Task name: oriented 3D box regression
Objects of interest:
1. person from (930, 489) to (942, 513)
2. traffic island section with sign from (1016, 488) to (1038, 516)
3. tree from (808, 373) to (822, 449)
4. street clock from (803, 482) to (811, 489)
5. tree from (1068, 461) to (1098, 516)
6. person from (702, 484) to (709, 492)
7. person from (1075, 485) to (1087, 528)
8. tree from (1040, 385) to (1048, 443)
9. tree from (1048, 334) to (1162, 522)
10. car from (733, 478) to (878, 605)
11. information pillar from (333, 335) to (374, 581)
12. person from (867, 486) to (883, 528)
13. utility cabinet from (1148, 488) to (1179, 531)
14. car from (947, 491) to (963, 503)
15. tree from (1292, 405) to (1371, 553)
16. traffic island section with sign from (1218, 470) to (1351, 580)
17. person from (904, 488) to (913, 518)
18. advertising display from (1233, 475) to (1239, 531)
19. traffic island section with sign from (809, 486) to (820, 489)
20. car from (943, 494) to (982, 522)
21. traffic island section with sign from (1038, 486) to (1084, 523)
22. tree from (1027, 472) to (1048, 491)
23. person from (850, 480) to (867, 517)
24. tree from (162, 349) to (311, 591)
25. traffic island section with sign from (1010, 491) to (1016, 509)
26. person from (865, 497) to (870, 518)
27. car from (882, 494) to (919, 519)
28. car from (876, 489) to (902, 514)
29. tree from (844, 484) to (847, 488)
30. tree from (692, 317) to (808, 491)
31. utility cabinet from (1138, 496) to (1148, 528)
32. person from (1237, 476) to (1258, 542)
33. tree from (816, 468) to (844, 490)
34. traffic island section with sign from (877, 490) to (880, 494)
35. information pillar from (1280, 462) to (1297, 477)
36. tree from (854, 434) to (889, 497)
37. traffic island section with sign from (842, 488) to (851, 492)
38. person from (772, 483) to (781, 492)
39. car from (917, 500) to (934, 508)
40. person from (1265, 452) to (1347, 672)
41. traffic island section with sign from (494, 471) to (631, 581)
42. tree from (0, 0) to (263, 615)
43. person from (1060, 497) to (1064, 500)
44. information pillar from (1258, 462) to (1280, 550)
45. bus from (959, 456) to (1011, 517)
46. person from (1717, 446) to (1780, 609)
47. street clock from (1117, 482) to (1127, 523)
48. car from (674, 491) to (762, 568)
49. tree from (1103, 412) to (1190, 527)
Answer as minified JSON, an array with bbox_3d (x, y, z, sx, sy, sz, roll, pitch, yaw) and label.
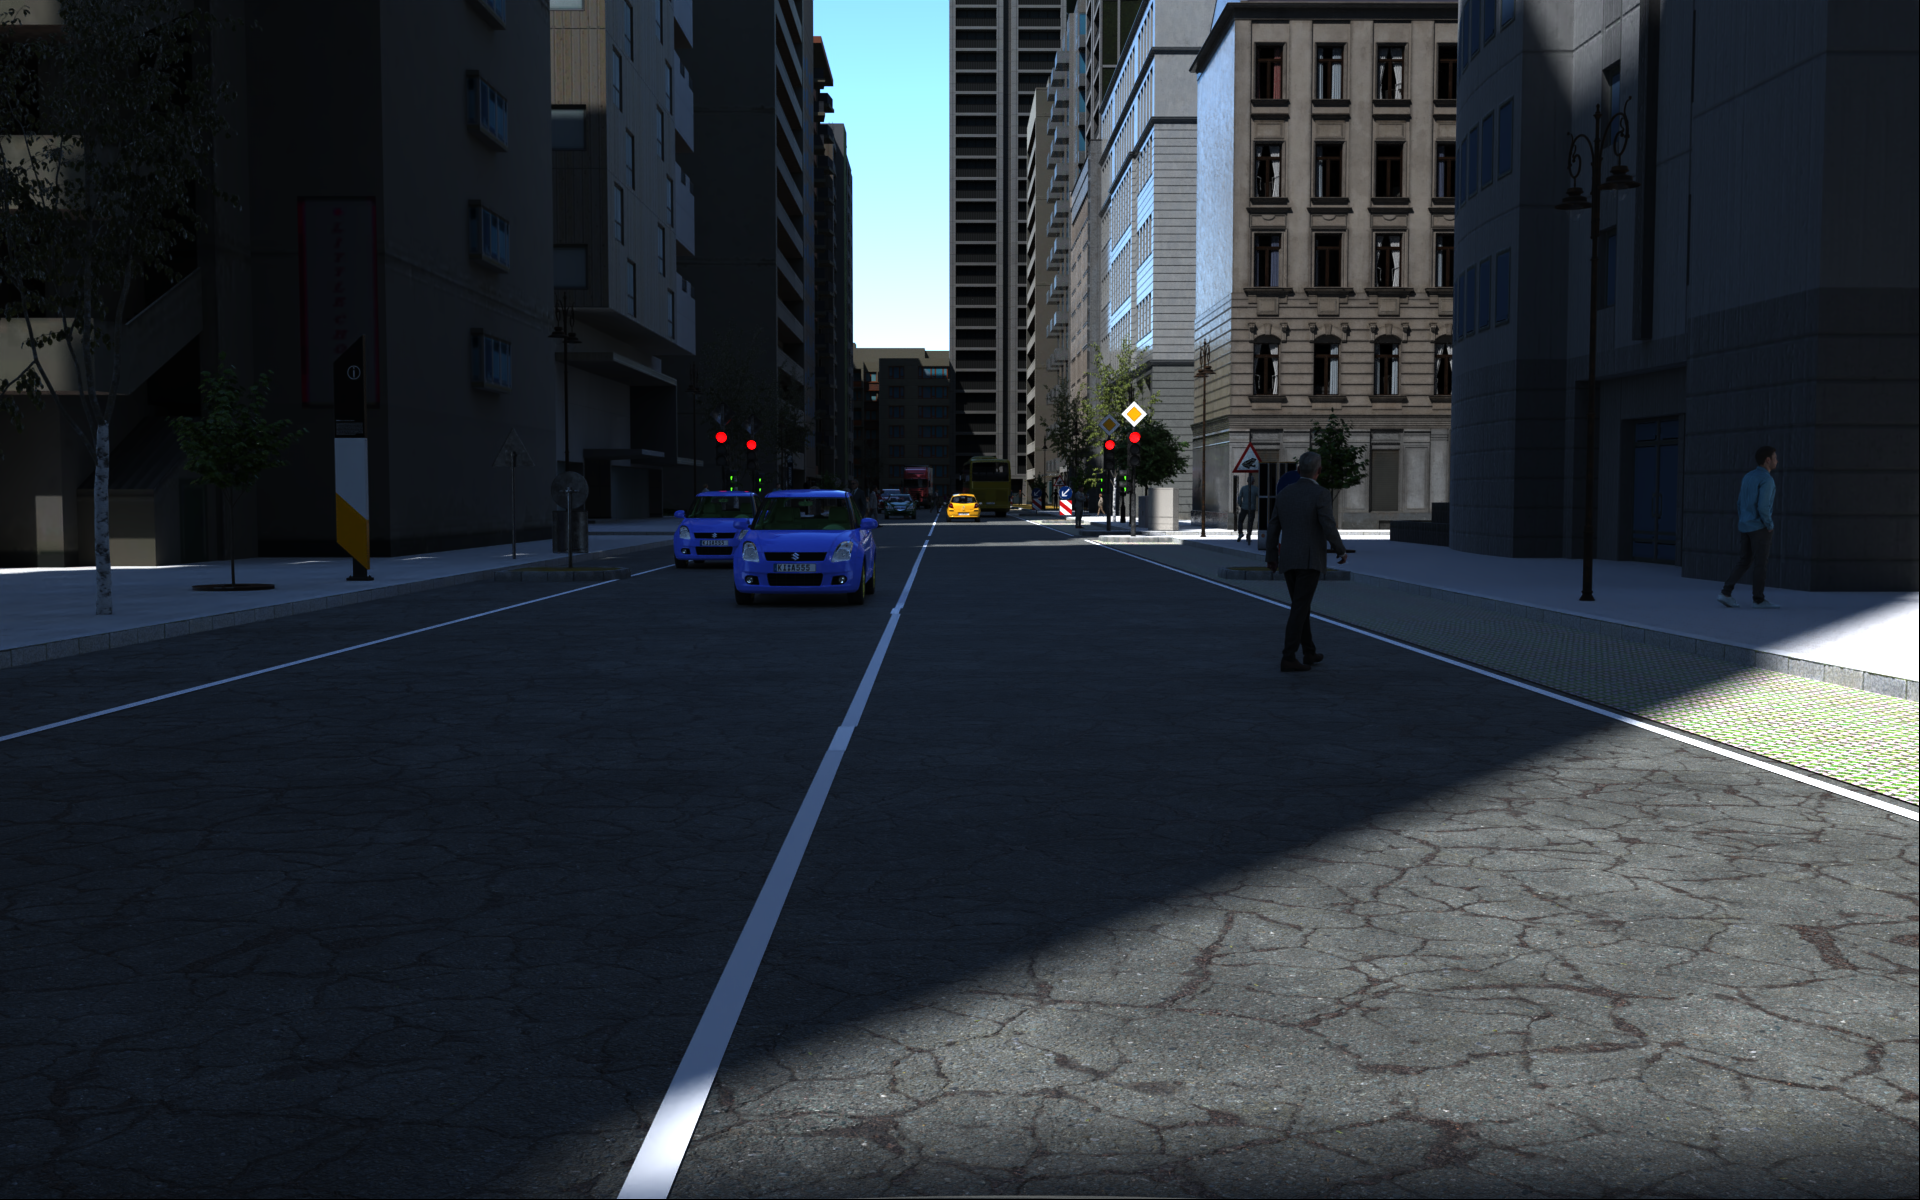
[{"bbox_3d":[-1.844,-7.559,132.057,0.822,1.834,0.622,2,4,35],"label":"person"},{"bbox_3d":[4.823,-6.323,112.002,1.989,1.847,2.006,0,4,0],"label":"traffic island section with sign"},{"bbox_3d":[-9.799,-8.976,97.112,4.360,8.622,3.978,0,3,0],"label":"tree"},{"bbox_3d":[-9.450,-6.264,106.983,0.471,2.002,0.358,3,5,44],"label":"street clock"},{"bbox_3d":[6.999,-6.480,100.550,1.663,3.219,1.824,0,3,0],"label":"tree"},{"bbox_3d":[-12.539,-4.832,85.273,0.478,1.798,0.641,3,5,39],"label":"person"},{"bbox_3d":[5.022,-3.862,71.819,0.466,1.800,0.511,2,4,23],"label":"person"},{"bbox_3d":[6.898,-9.590,107.167,4.737,8.622,4.395,0,3,0],"label":"tree"},{"bbox_3d":[7.231,-7.946,80.283,4.737,8.622,4.395,0,3,0],"label":"tree"},{"bbox_3d":[-2.063,-0.855,23.574,1.945,1.707,3.694,0,4,0],"label":"car"},{"bbox_3d":[-8.974,-2.093,25.577,0.504,3.616,0.183,0,4,7],"label":"information pillar"},{"bbox_3d":[-3.675,-3.939,73.180,0.850,1.792,0.678,-1,4,-8],"label":"person"},{"bbox_3d":[7.101,-3.164,60.414,0.318,1.500,1.173,-3,5,-41],"label":"utility cabinet"},{"bbox_3d":[-0.239,-11.071,189.679,2.281,1.827,5.304,0,4,-2],"label":"car"},{"bbox_3d":[8.049,-2.654,37.987,1.663,3.219,1.824,0,3,0],"label":"tree"},{"bbox_3d":[5.450,-1.274,29.458,1.989,1.847,2.006,0,4,0],"label":"traffic island section with sign"},{"bbox_3d":[-3.091,-5.818,103.794,0.590,1.801,0.661,-1,4,-14],"label":"person"},{"bbox_3d":[9.546,-3.346,59.919,0.123,1.923,0.974,1,4,13],"label":"advertising display"},{"bbox_3d":[-7.082,-4.669,84.967,1.989,1.847,2.006,0,4,0],"label":"traffic island section with sign"},{"bbox_3d":[0.156,-4.814,88.933,2.015,1.641,3.980,0,4,-1],"label":"car"},{"bbox_3d":[5.026,-4.674,85.047,1.989,1.847,2.006,0,4,0],"label":"traffic island section with sign"},{"bbox_3d":[6.822,-9.387,148.085,1.663,3.219,1.824,0,3,0],"label":"tree"},{"bbox_3d":[-2.711,-2.171,44.167,0.661,1.801,0.590,3,4,39],"label":"person"},{"bbox_3d":[-9.911,-1.757,23.322,1.663,3.219,1.824,0,3,0],"label":"tree"},{"bbox_3d":[4.453,-9.393,162.201,1.989,1.847,2.006,0,4,0],"label":"traffic island section with sign"},{"bbox_3d":[-4.412,-4.290,82.917,0.475,1.303,0.640,0,4,-4],"label":"person"},{"bbox_3d":[-3.465,-5.414,100.314,2.131,1.459,4.920,0,4,-2],"label":"car"},{"bbox_3d":[-5.147,-7.355,128.925,2.281,1.827,5.304,0,4,-2],"label":"car"},{"bbox_3d":[-9.974,-8.957,141.049,1.663,3.219,1.824,0,3,0],"label":"tree"},{"bbox_3d":[-9.255,-7.495,72.900,4.360,8.622,3.978,0,3,0],"label":"tree"},{"bbox_3d":[7.075,-3.366,66.202,0.306,1.237,1.020,-1,4,-9],"label":"utility cabinet"},{"bbox_3d":[7.839,-2.443,46.475,0.782,1.767,0.515,1,4,12],"label":"person"},{"bbox_3d":[-9.955,-8.169,128.162,1.663,3.219,1.824,0,3,0],"label":"tree"},{"bbox_3d":[-7.862,-11.037,189.075,1.989,1.847,2.006,0,4,0],"label":"traffic island section with sign"},{"bbox_3d":[7.487,-2.144,39.550,0.304,2.012,0.304,-1,4,-20],"label":"information pillar"},{"bbox_3d":[-10.949,-16.006,212.053,4.360,8.622,3.978,0,3,0],"label":"tree"},{"bbox_3d":[-7.289,-6.323,112.011,1.989,1.847,2.006,0,4,0],"label":"traffic island section with sign"},{"bbox_3d":[-9.165,-4.975,87.242,0.638,1.841,0.748,1,4,10],"label":"person"},{"bbox_3d":[-3.632,-10.481,183.168,2.131,1.459,4.920,0,3,0],"label":"car"},{"bbox_3d":[2.873,-0.326,14.233,0.661,1.777,0.834,3,5,42],"label":"person"},{"bbox_3d":[-6.671,-1.269,29.378,1.989,1.847,2.006,0,4,0],"label":"traffic island section with sign"},{"bbox_3d":[-9.325,-4.159,18.362,4.360,8.622,3.978,0,3,0],"label":"tree"},{"bbox_3d":[7.774,-7.586,131.887,0.330,1.601,0.589,-2,4,-31],"label":"person"},{"bbox_3d":[7.002,-2.140,39.477,0.304,2.012,0.304,-3,5,-43],"label":"information pillar"},{"bbox_3d":[1.618,-7.335,111.470,2.896,3.916,12.252,0,4,-2],"label":"bus"},{"bbox_3d":[8.893,-0.821,19.493,0.620,1.820,0.660,0,4,-7],"label":"person"},{"bbox_3d":[7.249,-4.429,76.990,0.471,2.002,0.358,-1,4,-18],"label":"street clock"},{"bbox_3d":[-4.688,-1.534,34.673,1.945,1.707,3.694,0,4,-1],"label":"car"},{"bbox_3d":[7.370,-5.207,68.842,4.285,4.588,4.351,0,3,0],"label":"tree"}]
